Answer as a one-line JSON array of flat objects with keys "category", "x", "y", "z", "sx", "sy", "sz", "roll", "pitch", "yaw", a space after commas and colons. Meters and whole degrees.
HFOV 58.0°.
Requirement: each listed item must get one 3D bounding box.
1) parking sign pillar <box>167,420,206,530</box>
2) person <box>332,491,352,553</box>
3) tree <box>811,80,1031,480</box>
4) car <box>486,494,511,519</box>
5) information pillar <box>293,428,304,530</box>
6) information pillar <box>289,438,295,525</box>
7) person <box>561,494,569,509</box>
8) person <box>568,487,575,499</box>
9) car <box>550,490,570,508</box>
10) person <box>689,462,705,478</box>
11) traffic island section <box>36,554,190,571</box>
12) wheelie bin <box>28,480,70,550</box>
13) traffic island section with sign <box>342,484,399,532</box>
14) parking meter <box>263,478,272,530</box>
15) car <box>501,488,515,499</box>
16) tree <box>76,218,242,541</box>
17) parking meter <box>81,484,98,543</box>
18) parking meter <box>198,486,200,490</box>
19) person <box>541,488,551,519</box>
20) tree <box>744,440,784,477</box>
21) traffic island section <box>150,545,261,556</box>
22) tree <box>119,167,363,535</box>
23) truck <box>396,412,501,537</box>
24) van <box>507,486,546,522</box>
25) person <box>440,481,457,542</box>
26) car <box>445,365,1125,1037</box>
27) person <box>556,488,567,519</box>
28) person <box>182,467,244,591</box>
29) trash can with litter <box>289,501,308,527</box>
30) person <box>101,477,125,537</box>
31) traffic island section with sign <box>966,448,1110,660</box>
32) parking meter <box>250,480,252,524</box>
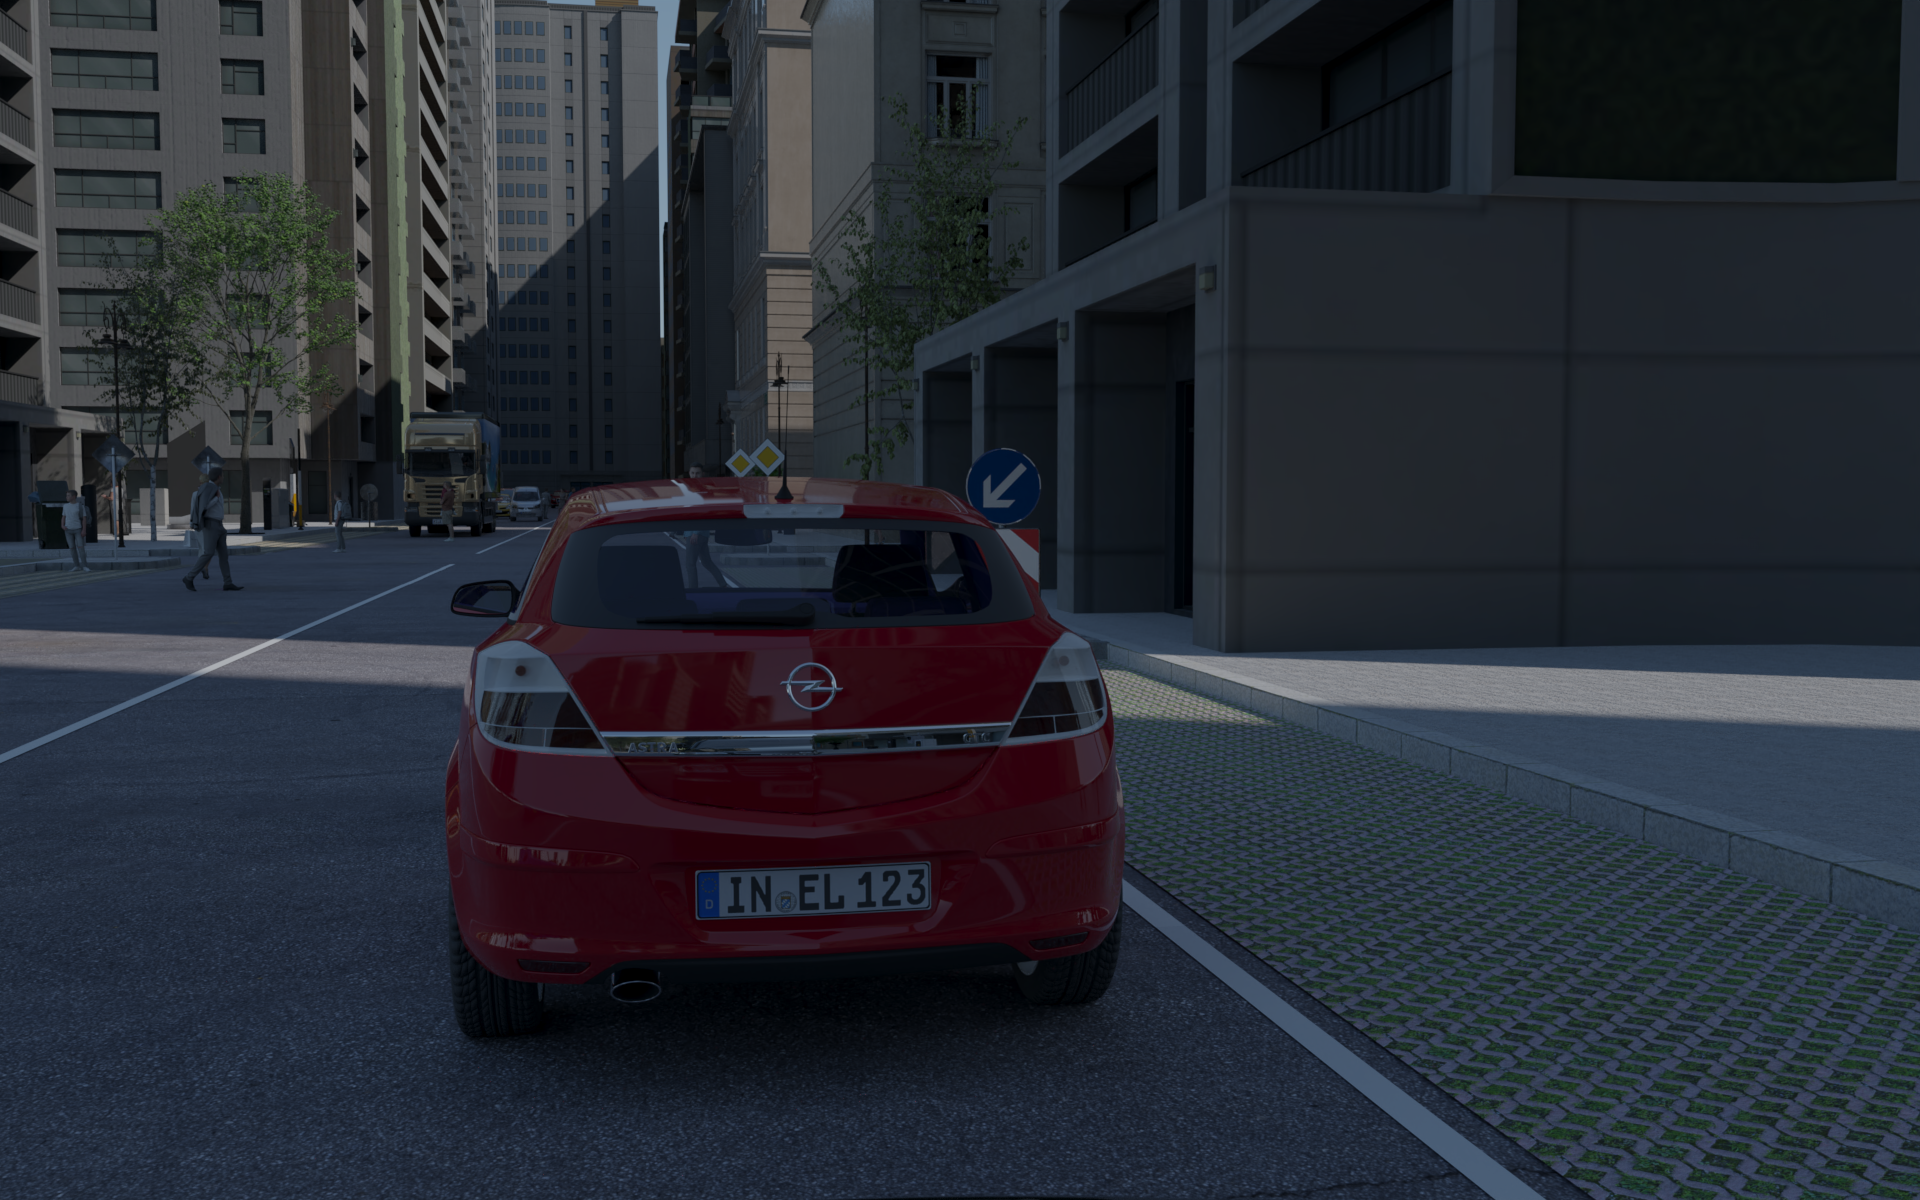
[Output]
[{"category": "parking sign pillar", "x": -28.138, "y": -4.561, "z": 63.049, "sx": 1.447, "sy": 3.967, "sz": 1.447, "roll": -2, "pitch": 4, "yaw": -25}, {"category": "person", "x": -15.196, "y": -1.916, "z": 42.417, "sx": 0.523, "sy": 1.515, "sz": 0.503, "roll": -3, "pitch": 5, "yaw": -43}, {"category": "tree", "x": -0.535, "y": -4.952, "z": 31.332, "sx": 4.737, "sy": 8.622, "sz": 4.395, "roll": 0, "pitch": 3, "yaw": 0}, {"category": "car", "x": -26.587, "y": -5.483, "z": 99.862, "sx": 2.015, "sy": 1.641, "sz": 3.980, "roll": -1, "pitch": 4, "yaw": -12}, {"category": "information pillar", "x": -23.573, "y": -4.310, "z": 61.820, "sx": 0.183, "sy": 3.616, "sz": 0.504, "roll": -1, "pitch": 4, "yaw": -23}, {"category": "information pillar", "x": -27.636, "y": -4.916, "z": 71.735, "sx": 0.183, "sy": 3.616, "sz": 0.504, "roll": -3, "pitch": 4, "yaw": -37}, {"category": "person", "x": -31.687, "y": -7.795, "z": 139.144, "sx": 0.799, "sy": 1.438, "sz": 0.628, "roll": -1, "pitch": 4, "yaw": -15}, {"category": "person", "x": -19.285, "y": -4.716, "z": 85.944, "sx": 0.444, "sy": 1.785, "sz": 0.601, "roll": 1, "pitch": 4, "yaw": 19}, {"category": "car", "x": -40.338, "y": -10.200, "z": 175.446, "sx": 2.281, "sy": 1.827, "sz": 5.304, "roll": -1, "pitch": 4, "yaw": -11}, {"category": "person", "x": -3.288, "y": -0.848, "z": 22.227, "sx": 0.748, "sy": 1.841, "sz": 0.638, "roll": 0, "pitch": 4, "yaw": -3}, {"category": "traffic island section", "x": -16.459, "y": -0.699, "z": 33.715, "sx": 2.009, "sy": 0.180, "sz": 2.903, "roll": -1, "pitch": 4, "yaw": -11}, {"category": "wheelie bin", "x": -21.158, "y": -1.983, "z": 40.327, "sx": 0.980, "sy": 1.594, "sz": 0.693, "roll": -3, "pitch": 5, "yaw": -40}, {"category": "traffic island section with sign", "x": -22.600, "y": -3.526, "z": 66.283, "sx": 1.989, "sy": 1.847, "sz": 2.006, "roll": -1, "pitch": 4, "yaw": -11}, {"category": "parking meter", "x": -24.664, "y": -3.422, "z": 61.668, "sx": 0.255, "sy": 1.863, "sz": 0.399, "roll": -1, "pitch": 4, "yaw": -18}, {"category": "car", "x": -28.958, "y": -6.196, "z": 109.977, "sx": 2.281, "sy": 1.827, "sz": 5.304, "roll": -1, "pitch": 4, "yaw": -11}, {"category": "tree", "x": -21.873, "y": -5.909, "z": 46.983, "sx": 4.360, "sy": 8.622, "sz": 3.978, "roll": 0, "pitch": 3, "yaw": 0}, {"category": "parking meter", "x": -22.859, "y": -2.266, "z": 45.465, "sx": 0.372, "sy": 1.533, "sz": 0.369, "roll": 0, "pitch": 3, "yaw": 0}, {"category": "parking meter", "x": -24.523, "y": -2.924, "z": 56.223, "sx": 0.372, "sy": 1.533, "sz": 0.369, "roll": 0, "pitch": 3, "yaw": 0}, {"category": "person", "x": -23.781, "y": -5.563, "z": 99.662, "sx": 0.606, "sy": 1.804, "sz": 0.583, "roll": 0, "pitch": 4, "yaw": 7}, {"category": "tree", "x": -6.650, "y": -4.085, "z": 61.388, "sx": 1.663, "sy": 3.219, "sz": 1.824, "roll": 0, "pitch": 3, "yaw": 0}, {"category": "traffic island section", "x": -18.016, "y": -1.178, "z": 41.547, "sx": 2.009, "sy": 0.180, "sz": 2.903, "roll": -1, "pitch": 4, "yaw": -11}, {"category": "tree", "x": -22.678, "y": -7.903, "z": 54.977, "sx": 9.928, "sy": 11.665, "sz": 9.643, "roll": 0, "pitch": 3, "yaw": 0}, {"category": "truck", "x": -17.959, "y": -4.440, "z": 61.511, "sx": 2.839, "sy": 4.237, "sz": 11.283, "roll": -1, "pitch": 4, "yaw": -11}, {"category": "van", "x": -22.955, "y": -5.181, "z": 91.719, "sx": 2.013, "sy": 2.044, "sz": 4.112, "roll": -1, "pitch": 4, "yaw": -13}, {"category": "person", "x": -15.458, "y": -2.680, "z": 52.299, "sx": 0.580, "sy": 1.828, "sz": 0.573, "roll": 3, "pitch": 5, "yaw": 43}, {"category": "car", "x": -0.747, "y": 0.175, "z": 6.179, "sx": 2.155, "sy": 1.783, "sz": 4.494, "roll": -1, "pitch": 4, "yaw": -11}, {"category": "person", "x": -22.850, "y": -5.535, "z": 99.330, "sx": 0.599, "sy": 1.781, "sz": 0.374, "roll": 2, "pitch": 4, "yaw": 23}, {"category": "person", "x": -11.049, "y": -1.037, "z": 25.564, "sx": 0.850, "sy": 1.850, "sz": 0.679, "roll": -1, "pitch": 4, "yaw": -9}, {"category": "trash can with litter", "x": -25.844, "y": -3.409, "z": 67.123, "sx": 1.055, "sy": 1.170, "sz": 0.624, "roll": 0, "pitch": 4, "yaw": -7}, {"category": "person", "x": -25.124, "y": -2.758, "z": 51.493, "sx": 0.532, "sy": 1.782, "sz": 0.716, "roll": 0, "pitch": 4, "yaw": 5}, {"category": "traffic island section with sign", "x": 0.127, "y": -0.429, "z": 15.639, "sx": 1.989, "sy": 1.847, "sz": 2.006, "roll": -1, "pitch": 4, "yaw": -11}, {"category": "parking meter", "x": -30.123, "y": -4.124, "z": 73.146, "sx": 0.399, "sy": 1.863, "sz": 0.255, "roll": -2, "pitch": 4, "yaw": -26}]
